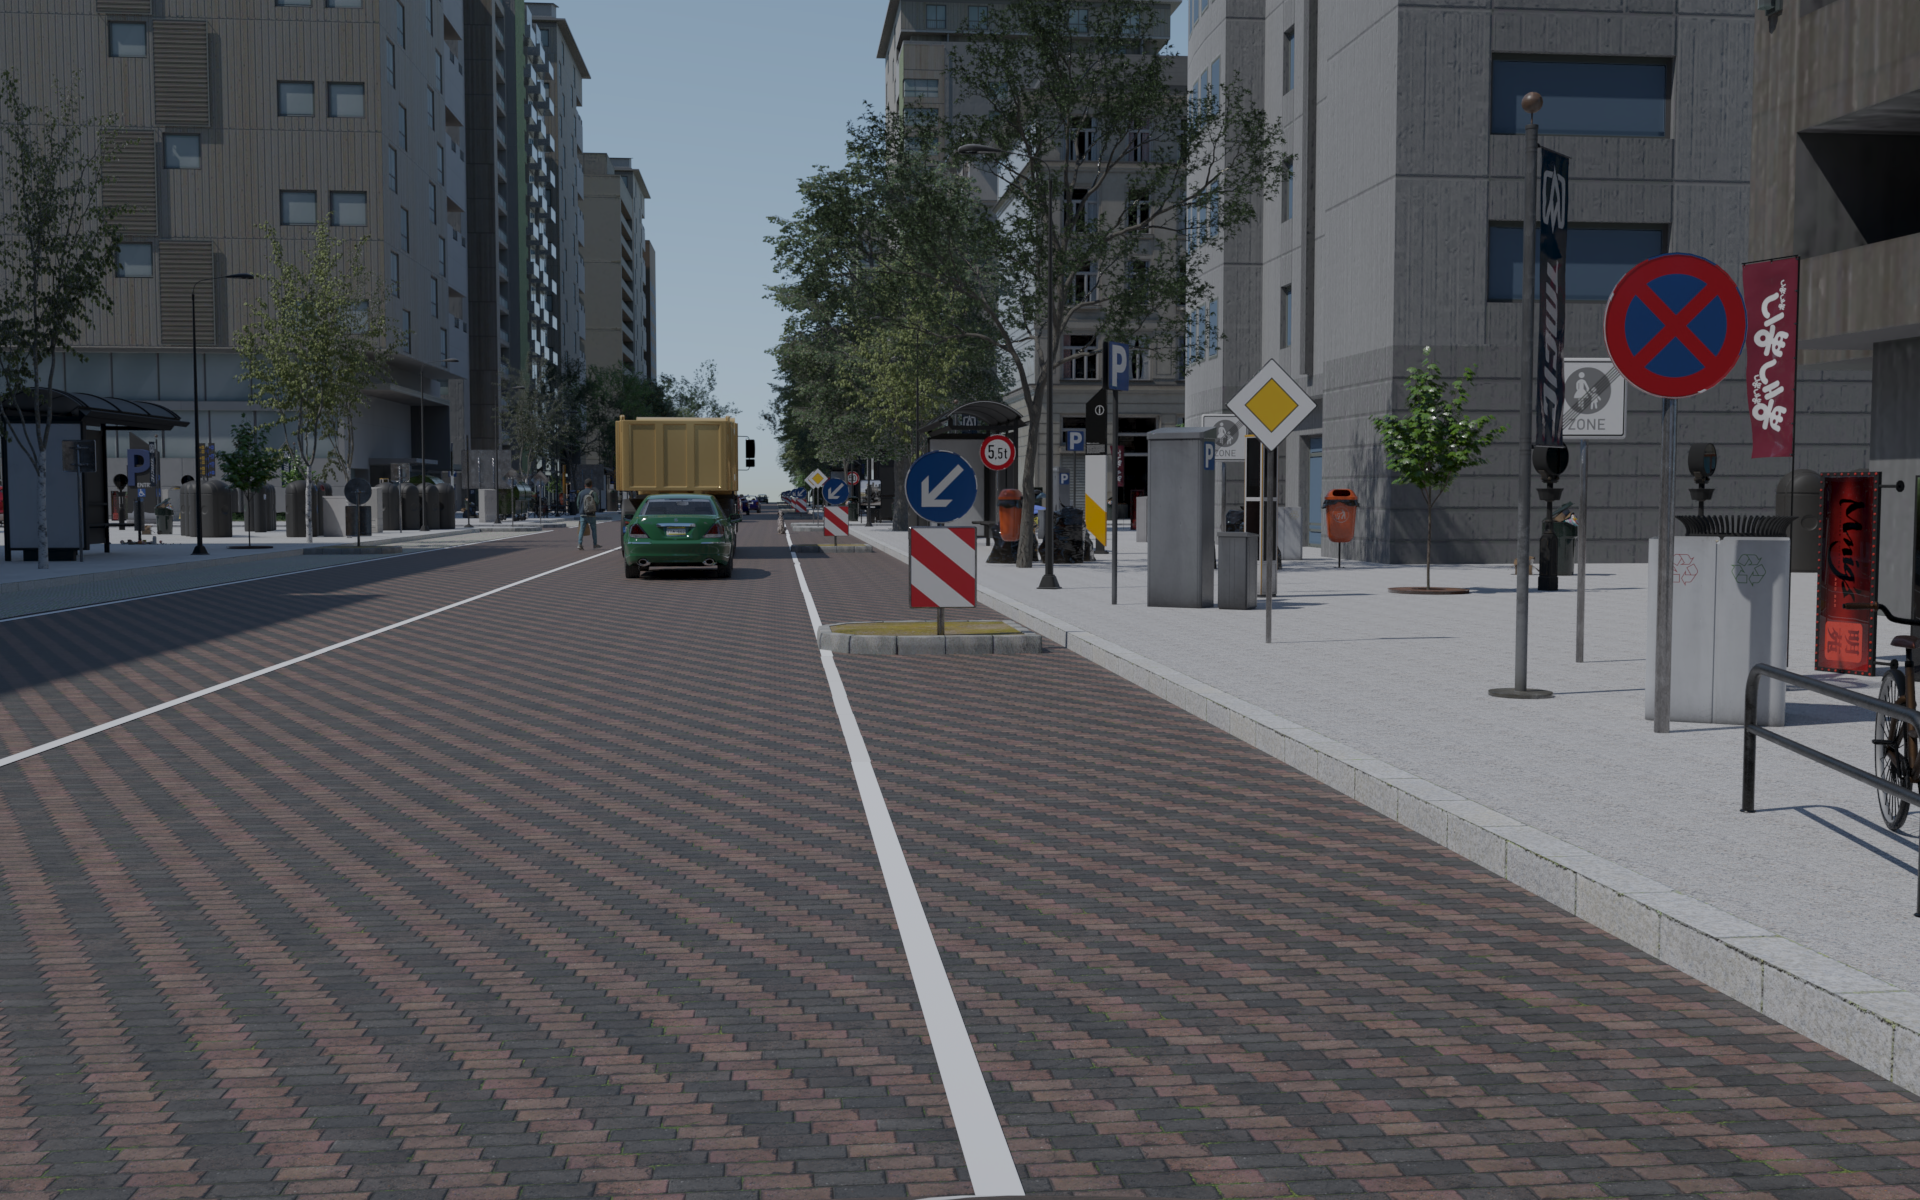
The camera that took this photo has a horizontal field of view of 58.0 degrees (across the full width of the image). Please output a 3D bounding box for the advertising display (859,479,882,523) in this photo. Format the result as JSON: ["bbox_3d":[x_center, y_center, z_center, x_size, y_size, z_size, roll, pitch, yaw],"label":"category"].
[{"bbox_3d":[-3.910,-4.321,75.858,0.974,1.923,0.123,1,4,8],"label":"advertising display"}]

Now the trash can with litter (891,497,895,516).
[{"bbox_3d":[-2.460,-3.917,75.429,1.055,1.170,0.624,1,4,12],"label":"trash can with litter"}]

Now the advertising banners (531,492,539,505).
[{"bbox_3d":[-31.513,-7.887,125.135,2.074,3.025,0.090,-1,4,-11],"label":"advertising banners"}]

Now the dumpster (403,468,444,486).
[{"bbox_3d":[-20.082,-3.813,64.842,1.502,2.255,1.985,0,4,-6],"label":"dumpster"}]

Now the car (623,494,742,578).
[{"bbox_3d":[-4.983,-1.174,30.996,2.131,1.459,4.920,0,4,-7],"label":"car"}]

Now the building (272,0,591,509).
[{"bbox_3d":[-56.112,-36.786,190.682,28.713,52.752,27.495,0,4,-6],"label":"building"}]

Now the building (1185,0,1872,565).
[{"bbox_3d":[16.763,-30.749,44.753,21.231,58.520,28.212,0,4,-6],"label":"building"}]

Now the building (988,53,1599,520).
[{"bbox_3d":[17.026,-15.895,93.161,30.059,22.955,16.112,0,4,-6],"label":"building"}]

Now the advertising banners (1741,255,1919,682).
[{"bbox_3d":[6.327,-0.982,12.251,0.090,3.025,2.074,-1,4,-23],"label":"advertising banners"}]

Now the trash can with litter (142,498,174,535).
[{"bbox_3d":[-25.365,-2.645,54.636,1.055,1.170,0.624,-1,4,-20],"label":"trash can with litter"}]

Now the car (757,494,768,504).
[{"bbox_3d":[-29.509,-15.223,258.687,2.009,1.686,4.222,0,4,-5],"label":"car"}]

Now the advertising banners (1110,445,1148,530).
[{"bbox_3d":[6.354,-4.009,61.735,2.074,3.025,0.090,1,4,15],"label":"advertising banners"}]

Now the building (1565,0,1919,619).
[{"bbox_3d":[15.270,-14.894,15.225,14.160,30.474,14.107,0,4,-6],"label":"building"}]

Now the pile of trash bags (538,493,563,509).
[{"bbox_3d":[-31.353,-7.398,130.717,3.447,1.369,1.912,0,4,2],"label":"pile of trash bags"}]

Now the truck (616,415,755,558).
[{"bbox_3d":[-6.765,-2.850,42.529,3.469,3.379,9.791,0,4,-7],"label":"truck"}]

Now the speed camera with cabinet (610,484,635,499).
[{"bbox_3d":[-28.802,-9.386,147.791,2.038,3.252,0.660,0,4,-1],"label":"speed camera with cabinet"}]

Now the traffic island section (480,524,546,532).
[{"bbox_3d":[-17.208,-2.709,66.569,2.009,0.180,2.903,0,4,-6],"label":"traffic island section"}]

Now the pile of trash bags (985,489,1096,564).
[{"bbox_3d":[1.354,-1.364,32.058,1.912,1.369,3.447,1,4,17],"label":"pile of trash bags"}]

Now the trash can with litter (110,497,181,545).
[{"bbox_3d":[-21.033,-2.052,44.602,1.678,1.210,2.233,-2,4,-27],"label":"trash can with litter"}]

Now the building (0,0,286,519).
[{"bbox_3d":[-43.801,-31.130,98.215,28.713,52.752,27.495,0,4,-6],"label":"building"}]

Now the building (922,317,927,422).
[{"bbox_3d":[2.072,-16.971,142.107,10.561,19.102,19.286,0,4,-6],"label":"building"}]

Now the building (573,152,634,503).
[{"bbox_3d":[-58.315,-38.182,247.984,21.300,48.544,21.600,0,4,-6],"label":"building"}]

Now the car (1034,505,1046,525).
[{"bbox_3d":[1.990,-3.772,71.267,3.694,1.707,1.945,0,4,-7],"label":"car"}]

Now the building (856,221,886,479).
[{"bbox_3d":[-8.465,-35.139,258.120,14.154,41.232,14.086,0,4,-6],"label":"building"}]

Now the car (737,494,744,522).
[{"bbox_3d":[-12.331,-4.937,89.390,2.281,1.827,5.304,0,4,-5],"label":"car"}]

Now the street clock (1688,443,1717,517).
[{"bbox_3d":[10.527,-1.225,24.604,0.358,2.002,0.471,3,5,45],"label":"street clock"}]

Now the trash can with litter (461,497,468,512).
[{"bbox_3d":[-35.095,-6.831,123.079,1.055,1.170,0.624,2,4,34],"label":"trash can with litter"}]

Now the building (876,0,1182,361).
[{"bbox_3d":[6.410,-36.252,181.966,28.713,52.752,27.495,0,4,-6],"label":"building"}]

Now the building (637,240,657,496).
[{"bbox_3d":[-59.016,-39.405,294.382,14.600,45.320,14.200,0,4,-6],"label":"building"}]

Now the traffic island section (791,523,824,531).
[{"bbox_3d":[-5.533,-2.785,67.811,2.009,0.180,2.903,0,4,-6],"label":"traffic island section"}]

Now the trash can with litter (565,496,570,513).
[{"bbox_3d":[-25.989,-6.432,116.547,0.624,1.170,1.055,3,4,36],"label":"trash can with litter"}]

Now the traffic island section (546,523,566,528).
[{"bbox_3d":[-18.059,-3.194,74.509,2.009,0.180,2.903,0,4,-6],"label":"traffic island section"}]

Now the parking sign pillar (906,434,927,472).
[{"bbox_3d":[-1.583,-4.801,66.965,1.447,3.967,1.447,1,4,15],"label":"parking sign pillar"}]

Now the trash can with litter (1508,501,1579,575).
[{"bbox_3d":[9.215,-0.976,27.349,1.055,1.170,0.624,1,4,20],"label":"trash can with litter"}]

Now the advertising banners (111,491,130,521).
[{"bbox_3d":[-40.438,-5.303,82.889,0.090,3.025,2.074,1,4,16],"label":"advertising banners"}]

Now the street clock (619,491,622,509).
[{"bbox_3d":[-28.756,-8.709,146.962,0.471,2.002,0.358,-1,4,-12],"label":"street clock"}]

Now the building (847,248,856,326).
[{"bbox_3d":[-7.903,-41.352,295.709,23.786,49.044,30.456,0,4,-6],"label":"building"}]

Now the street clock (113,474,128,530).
[{"bbox_3d":[-29.805,-3.484,61.542,0.471,2.002,0.358,-2,4,-33],"label":"street clock"}]

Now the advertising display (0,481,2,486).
[{"bbox_3d":[-46.487,-4.788,83.494,0.123,1.923,0.974,0,4,0],"label":"advertising display"}]

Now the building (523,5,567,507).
[{"bbox_3d":[-50.078,-33.162,161.803,23.786,49.044,30.456,0,4,-6],"label":"building"}]

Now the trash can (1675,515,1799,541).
[{"bbox_3d":[5.105,0.014,11.431,0.748,1.137,0.748,0,3,0],"label":"trash can"}]

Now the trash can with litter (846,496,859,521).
[{"bbox_3d":[-5.040,-4.270,81.199,0.624,1.170,1.055,0,4,-3],"label":"trash can with litter"}]

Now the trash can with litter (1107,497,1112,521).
[{"bbox_3d":[7.140,-4.418,83.626,0.624,1.170,1.055,-2,4,-34],"label":"trash can with litter"}]

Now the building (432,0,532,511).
[{"bbox_3d":[-41.020,-27.419,131.895,14.154,41.232,14.086,0,4,-6],"label":"building"}]

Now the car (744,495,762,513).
[{"bbox_3d":[-16.027,-7.279,131.594,1.945,1.354,3.894,0,4,-5],"label":"car"}]

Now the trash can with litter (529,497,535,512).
[{"bbox_3d":[-30.381,-6.868,123.681,1.055,1.170,0.624,-2,4,-23],"label":"trash can with litter"}]

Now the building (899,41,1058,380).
[{"bbox_3d":[1.270,-29.193,160.899,14.154,41.232,14.086,0,4,-6],"label":"building"}]

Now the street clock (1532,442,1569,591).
[{"bbox_3d":[7.816,-1.125,22.966,0.471,2.002,0.358,-2,4,-33],"label":"street clock"}]

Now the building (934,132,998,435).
[{"bbox_3d":[5.492,-20.385,120.682,14.401,28.519,23.554,0,4,-6],"label":"building"}]

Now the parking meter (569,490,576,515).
[{"bbox_3d":[-23.253,-5.847,104.010,0.372,1.533,0.369,0,3,0],"label":"parking meter"}]

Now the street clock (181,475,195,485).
[{"bbox_3d":[-29.181,-3.726,65.495,0.471,2.002,0.358,-1,4,-23],"label":"street clock"}]

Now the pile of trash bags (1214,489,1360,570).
[{"bbox_3d":[5.164,-1.241,30.042,3.447,1.369,1.912,1,4,10],"label":"pile of trash bags"}]

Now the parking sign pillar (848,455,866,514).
[{"bbox_3d":[-6.672,-7.475,110.687,1.447,3.967,1.447,3,5,44],"label":"parking sign pillar"}]

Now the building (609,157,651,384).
[{"bbox_3d":[-63.774,-41.803,272.720,28.713,52.752,27.495,0,4,-6],"label":"building"}]

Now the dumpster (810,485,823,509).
[{"bbox_3d":[-12.151,-8.957,148.932,1.502,2.255,1.985,0,4,-6],"label":"dumpster"}]

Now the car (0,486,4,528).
[{"bbox_3d":[-40.162,-3.696,69.100,5.304,1.827,2.281,0,4,-7],"label":"car"}]

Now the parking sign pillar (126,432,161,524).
[{"bbox_3d":[-35.275,-5.283,74.845,1.447,3.967,1.447,0,4,6],"label":"parking sign pillar"}]

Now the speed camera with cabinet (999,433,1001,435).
[{"bbox_3d":[0.317,-3.049,44.180,2.038,3.252,0.660,0,4,-1],"label":"speed camera with cabinet"}]

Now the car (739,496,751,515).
[{"bbox_3d":[-15.337,-6.521,119.194,1.945,1.354,3.894,0,4,-7],"label":"car"}]
